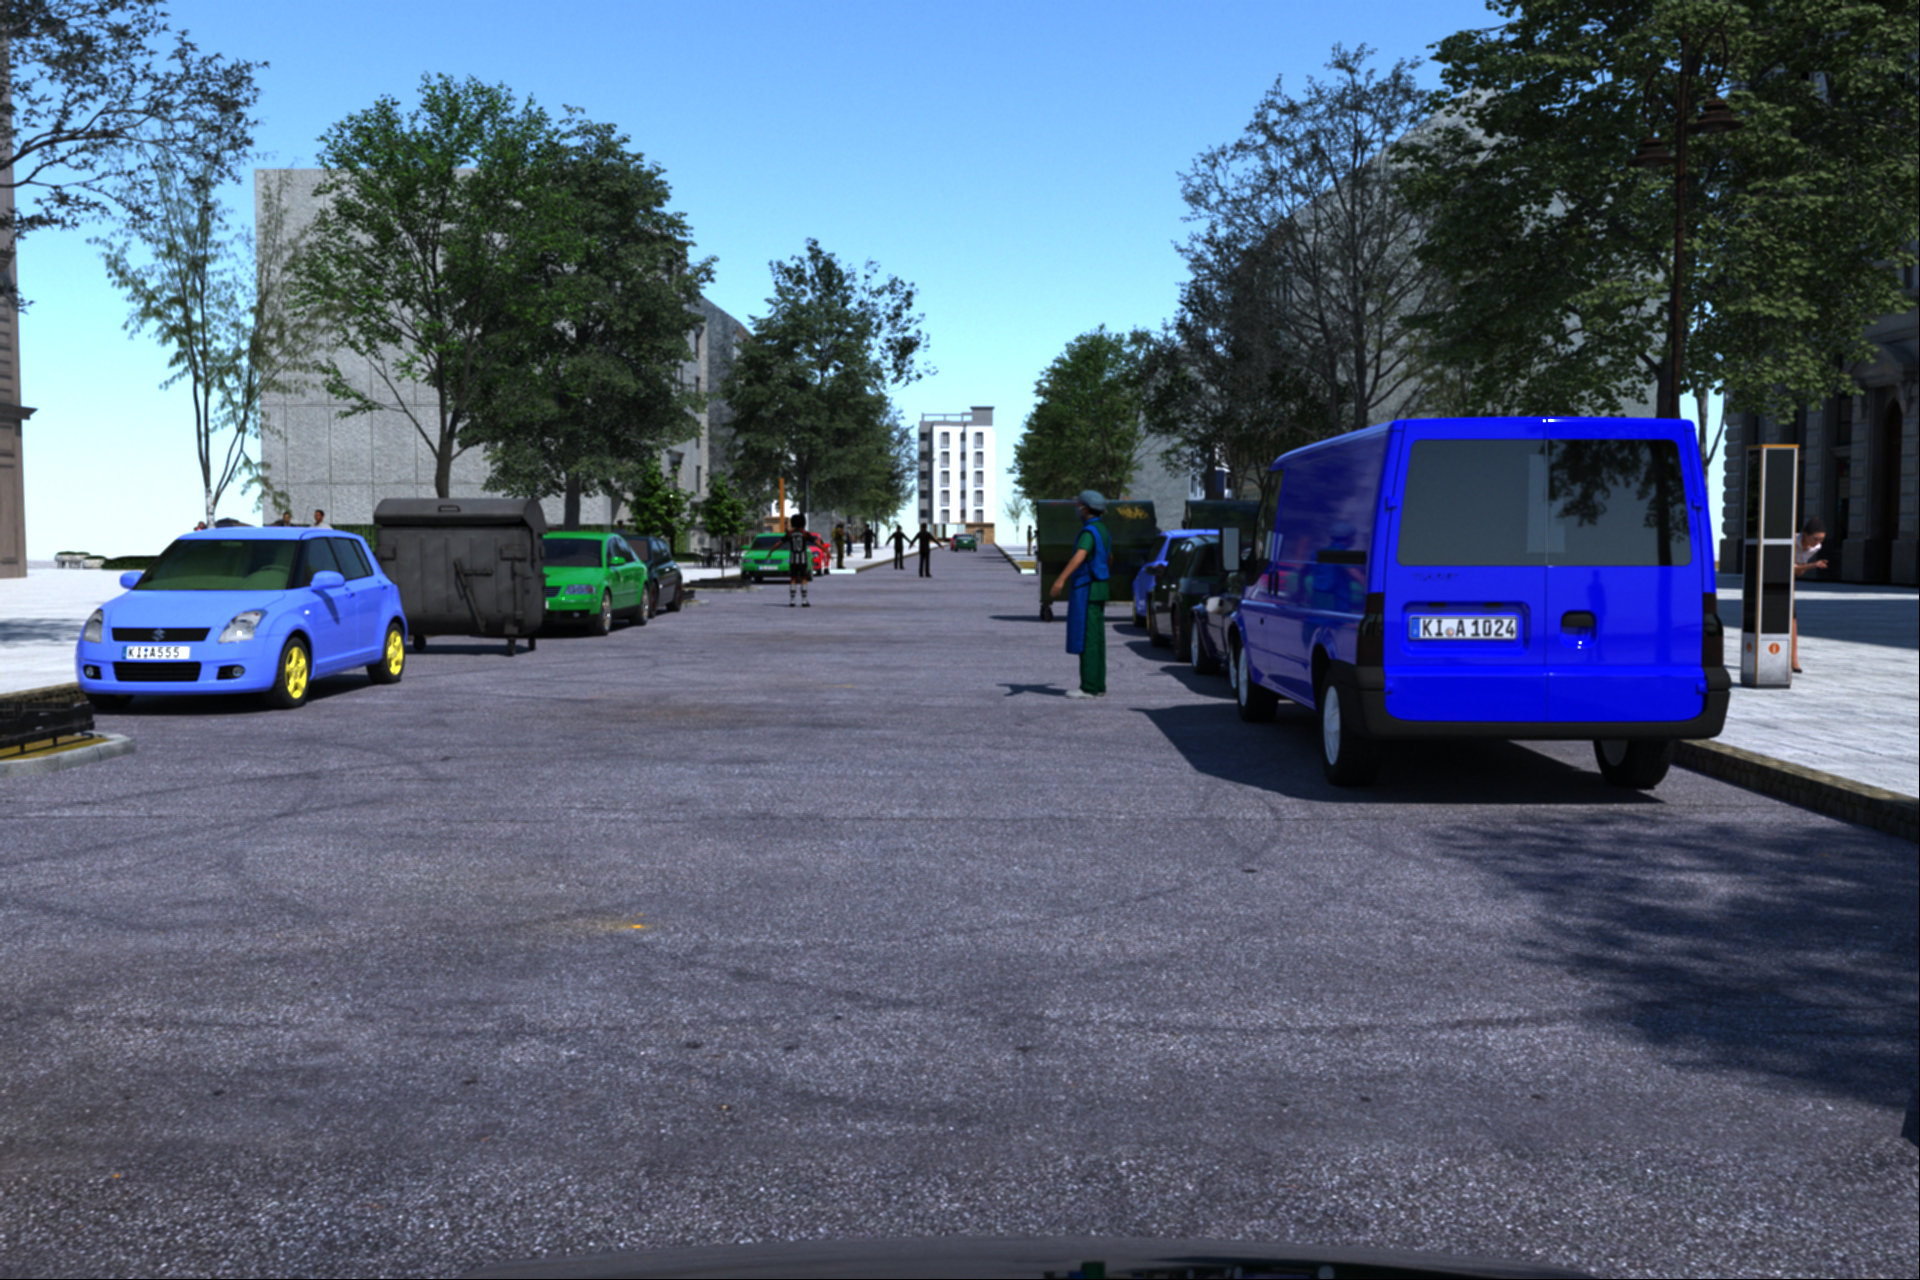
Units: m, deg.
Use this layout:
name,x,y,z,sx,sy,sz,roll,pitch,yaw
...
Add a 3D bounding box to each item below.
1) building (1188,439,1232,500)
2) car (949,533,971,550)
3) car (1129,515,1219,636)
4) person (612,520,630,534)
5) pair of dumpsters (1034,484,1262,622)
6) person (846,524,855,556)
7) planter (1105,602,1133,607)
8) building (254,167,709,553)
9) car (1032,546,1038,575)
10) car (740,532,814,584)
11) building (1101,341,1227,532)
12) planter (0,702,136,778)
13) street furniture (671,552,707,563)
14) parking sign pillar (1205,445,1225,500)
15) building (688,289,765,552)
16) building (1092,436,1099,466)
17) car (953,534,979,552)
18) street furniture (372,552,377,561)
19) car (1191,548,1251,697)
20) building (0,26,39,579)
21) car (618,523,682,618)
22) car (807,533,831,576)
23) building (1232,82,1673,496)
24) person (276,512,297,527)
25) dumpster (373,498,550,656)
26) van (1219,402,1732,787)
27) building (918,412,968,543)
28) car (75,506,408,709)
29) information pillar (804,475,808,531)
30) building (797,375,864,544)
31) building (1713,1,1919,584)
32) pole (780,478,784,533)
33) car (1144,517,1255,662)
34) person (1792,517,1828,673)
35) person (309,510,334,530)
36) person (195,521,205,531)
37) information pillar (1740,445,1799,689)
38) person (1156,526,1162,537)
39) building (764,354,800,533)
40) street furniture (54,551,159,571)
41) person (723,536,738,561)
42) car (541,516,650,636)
name,x,y,z,sx,sy,sz,roll,pitch,yaw
building,25.200,-12.407,144.998,9.099,9.664,28.070,0,4,1
car,0.081,-8.785,152.679,2.155,1.783,4.494,0,4,1
car,3.489,-0.978,25.579,1.945,1.707,3.694,0,4,1
person,-11.706,-3.262,59.801,1.216,1.778,0.721,-1,4,-20
pair of dumpsters,3.439,-1.446,28.585,4.436,2.255,1.574,0,3,0
person,-6.346,-5.728,99.511,0.705,1.847,1.347,-1,4,-20
planter,3.652,-0.849,35.019,1.991,0.319,1.994,0,4,1
building,-25.429,-14.267,99.727,16.747,18.905,31.486,0,4,1
car,3.660,-3.066,62.490,2.083,1.381,4.827,0,4,1
car,-5.387,-2.596,51.235,1.959,1.807,4.718,0,4,1
building,25.975,-22.610,200.606,19.493,23.208,18.063,0,4,1
planter,-6.412,0.627,10.893,1.991,0.319,1.994,0,4,2
street furniture,-15.983,-3.696,76.061,10.072,0.657,5.734,-3,4,-37
parking sign pillar,7.756,-3.940,52.893,1.447,3.967,1.447,0,4,1
building,-25.439,-18.504,133.476,19.493,23.208,18.063,0,3,0
building,26.809,-23.879,221.357,19.493,23.208,18.063,0,4,1
car,0.465,-7.944,141.689,2.131,1.459,4.920,0,4,1
street furniture,-25.350,-3.711,76.299,5.734,0.657,10.072,0,4,-3
car,3.251,-0.242,16.531,1.945,1.354,3.894,0,4,0
building,-31.862,-13.839,38.283,10.469,25.551,25.511,0,3,0
car,-6.034,-1.275,30.636,2.009,1.686,4.222,0,4,1
car,-5.524,-3.123,60.108,2.155,1.783,4.494,0,4,1
building,25.358,-16.042,93.215,19.493,23.208,18.063,0,4,0
person,-16.159,-2.177,41.637,1.345,1.823,0.704,-2,4,-27
dumpster,-5.966,-0.767,20.748,1.865,1.857,1.264,0,4,1
van,3.053,-0.433,11.457,2.240,2.365,5.245,0,4,0
building,-5.966,-24.570,260.594,11.380,20.090,16.016,0,4,8
car,-6.253,-0.350,15.313,1.945,1.707,3.694,0,4,1
information pillar,-6.095,-4.733,68.734,0.183,3.616,0.504,0,4,1
building,-22.828,-24.580,232.817,19.493,23.208,18.063,0,4,2
building,27.243,-13.083,41.626,11.050,23.595,19.941,0,4,1
pole,-6.482,-4.236,63.100,0.158,3.312,0.155,0,3,0
car,3.277,-0.675,20.822,2.009,1.686,4.222,0,4,0
person,7.687,-0.416,16.036,0.799,1.438,0.628,3,5,43
person,-14.016,-1.941,37.884,1.344,1.810,0.704,1,4,10
person,-21.301,-2.518,48.682,0.593,1.643,0.415,3,5,44
information pillar,6.730,-0.607,14.414,0.304,2.012,0.304,0,4,0
person,5.560,-2.731,50.483,1.345,1.849,0.704,-1,4,-21
building,-22.780,-19.771,179.671,16.016,20.090,11.380,0,4,2
street furniture,-29.377,-2.965,64.108,10.072,0.657,5.734,3,5,42
person,-11.158,-4.740,83.630,0.705,1.813,1.348,2,4,24
car,-5.819,-1.037,25.758,1.959,1.807,4.718,0,4,1
